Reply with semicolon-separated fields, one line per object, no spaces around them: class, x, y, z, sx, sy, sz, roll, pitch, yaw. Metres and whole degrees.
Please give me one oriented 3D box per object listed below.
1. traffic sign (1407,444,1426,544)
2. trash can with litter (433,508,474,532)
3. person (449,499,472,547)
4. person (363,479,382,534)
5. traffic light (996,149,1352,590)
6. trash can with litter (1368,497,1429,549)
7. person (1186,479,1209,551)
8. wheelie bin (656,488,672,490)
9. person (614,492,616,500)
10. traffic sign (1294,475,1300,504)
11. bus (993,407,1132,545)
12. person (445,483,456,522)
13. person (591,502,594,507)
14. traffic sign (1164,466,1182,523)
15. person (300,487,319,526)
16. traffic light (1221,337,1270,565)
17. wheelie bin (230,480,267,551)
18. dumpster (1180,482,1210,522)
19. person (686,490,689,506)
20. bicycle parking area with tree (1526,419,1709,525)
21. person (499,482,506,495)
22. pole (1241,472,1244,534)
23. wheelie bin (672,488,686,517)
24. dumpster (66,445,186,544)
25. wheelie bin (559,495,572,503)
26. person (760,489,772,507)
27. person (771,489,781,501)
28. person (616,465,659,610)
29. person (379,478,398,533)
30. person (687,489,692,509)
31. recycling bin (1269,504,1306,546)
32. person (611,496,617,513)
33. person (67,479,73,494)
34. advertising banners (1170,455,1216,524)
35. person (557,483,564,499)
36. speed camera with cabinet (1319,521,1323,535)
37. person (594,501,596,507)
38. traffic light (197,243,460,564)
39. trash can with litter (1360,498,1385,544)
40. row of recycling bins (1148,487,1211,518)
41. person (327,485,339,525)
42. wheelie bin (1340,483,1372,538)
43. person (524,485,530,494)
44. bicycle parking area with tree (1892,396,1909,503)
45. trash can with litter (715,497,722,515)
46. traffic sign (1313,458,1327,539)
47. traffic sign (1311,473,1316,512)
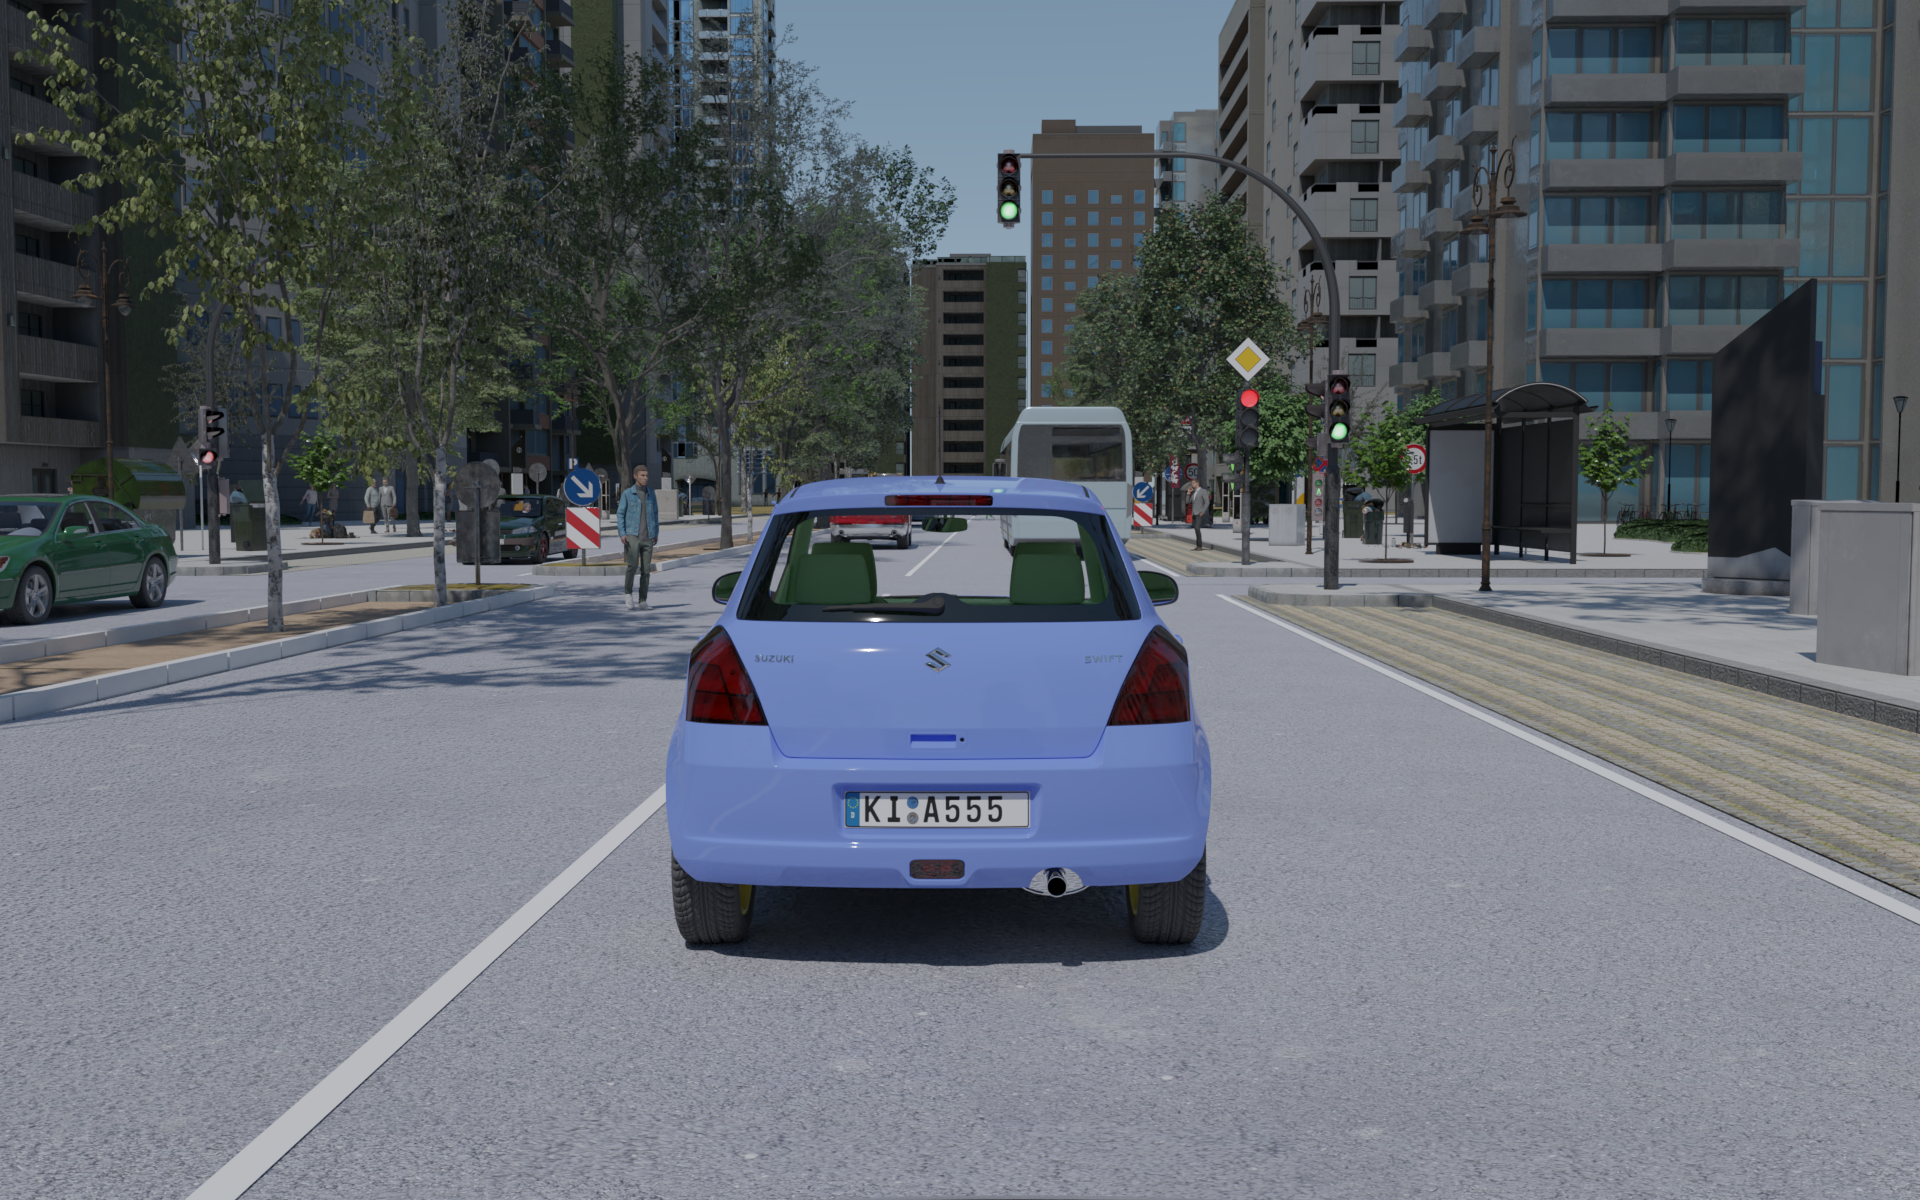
traffic sign;11.450;-2.673;43.810;0.768;2.556;0.104;0;4;5
trash can with litter;-17.178;-2.940;59.133;1.678;1.210;2.233;3;4;37
person;-13.416;-2.345;46.961;0.853;1.813;0.709;-3;4;-38
person;-18.999;-3.017;55.865;0.515;1.767;0.782;1;4;12
traffic light;2.868;-2.961;23.087;4.771;5.953;1.251;0;4;1
trash can with litter;10.643;-1.858;41.436;1.678;1.210;2.233;1;4;11
person;5.957;-2.129;43.489;0.473;1.802;0.592;-1;4;-15
wheelie bin;-16.513;-5.329;95.033;0.693;1.594;0.980;-3;4;-38
person;-21.820;-6.410;110.987;0.705;1.807;1.348;2;4;25
traffic sign;10.424;-3.285;53.816;0.768;2.556;0.104;0;4;3
bus;2.376;-2.954;43.159;2.948;3.499;13.247;0;4;0
person;-23.455;-4.475;79.571;0.532;1.782;0.716;2;4;23
person;-19.056;-5.083;88.960;0.447;1.846;0.655;3;5;43
traffic sign;9.423;-4.679;76.611;0.768;2.556;0.104;0;4;5
person;-26.050;-3.817;69.121;0.598;1.740;0.731;2;4;27
traffic light;5.140;-2.584;31.165;0.839;4.253;0.868;0;4;1
wheelie bin;-15.996;-1.904;39.035;0.693;1.594;0.980;2;4;30
dumpster;10.641;-4.430;78.196;1.264;1.857;1.865;0;4;1
person;-26.139;-9.793;166.828;0.621;1.740;0.551;-1;4;-20
bicycle parking area with tree;24.504;-4.866;66.562;8.231;4.147;9.016;2;4;25
person;-18.075;-3.747;67.707;0.834;1.777;0.661;2;4;30
pole;9.098;-3.757;55.272;0.158;3.312;0.155;0;3;0
wheelie bin;-15.744;-5.420;96.533;0.980;1.594;0.693;0;4;-1
dumpster;-16.522;-1.947;34.322;1.502;2.255;1.985;0;4;1
wheelie bin;-18.199;-4.458;80.801;0.980;1.594;0.693;0;4;2
person;-19.617;-10.350;175.271;1.348;1.822;0.705;1;4;20
person;-14.294;-7.948;136.818;1.217;1.723;0.721;0;4;-5
person;-3.968;-0.767;21.380;0.601;1.785;0.444;-2;4;-31
person;-19.122;-3.161;57.850;0.709;1.813;0.853;0;4;-2
person;-22.568;-8.475;145.134;0.750;1.759;0.617;3;5;45
recycling bin;8.135;-1.867;43.073;0.722;1.027;0.722;2;4;30
person;-22.919;-6.730;116.103;0.705;1.821;1.348;-3;5;-42
person;-21.940;-2.235;42.938;0.532;1.782;0.716;0;4;-8
advertising banners;9.987;-4.800;74.666;2.074;3.025;0.090;1;4;18
person;-19.994;-4.982;87.352;0.661;1.843;0.795;-1;4;-10
speed camera with cabinet;11.816;-3.734;55.382;0.660;3.252;2.038;1;4;12
person;-27.580;-7.539;130.020;0.721;1.736;1.217;3;5;41
traffic light;-11.523;-3.479;31.556;4.771;5.953;1.251;0;4;1
trash can with litter;10.446;-2.007;44.202;0.624;1.170;1.055;0;4;-2
row of recycling bins;11.733;-5.206;92.232;3.534;1.692;1.069;-1;4;-18
person;-25.696;-3.953;71.016;0.374;1.781;0.599;3;4;37
wheelie bin;11.477;-2.596;50.355;0.980;1.594;0.693;1;4;12
person;-25.398;-5.835;101.561;0.853;1.813;0.709;-1;4;-17
bicycle parking area with tree;30.142;-3.921;51.116;8.231;4.147;9.016;1;4;10
trash can with litter;-14.607;-5.672;104.121;1.055;1.170;0.624;-1;4;-13
traffic sign;10.447;-3.029;49.638;0.768;2.556;0.104;0;4;4
traffic sign;10.389;-3.126;51.221;0.768;2.556;0.104;0;4;7
